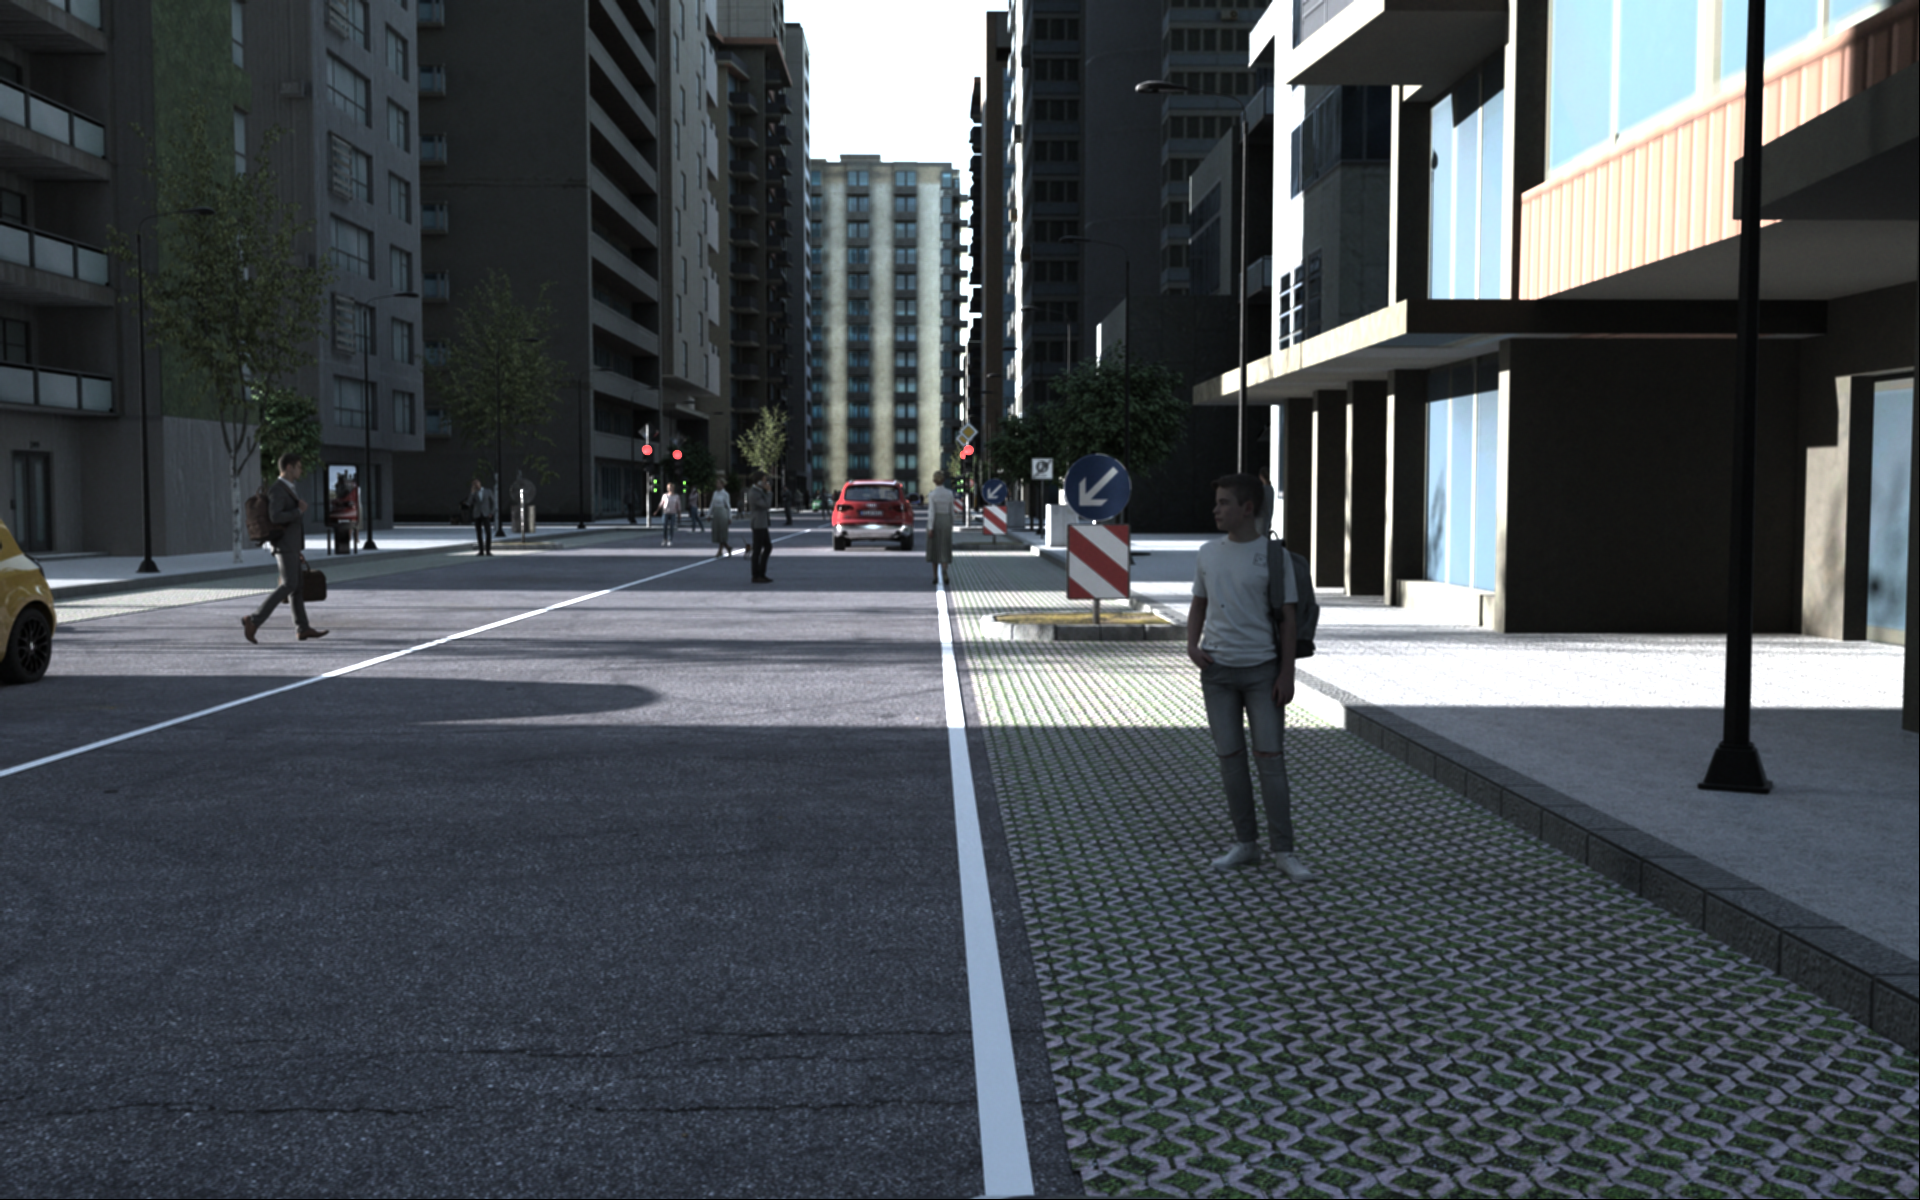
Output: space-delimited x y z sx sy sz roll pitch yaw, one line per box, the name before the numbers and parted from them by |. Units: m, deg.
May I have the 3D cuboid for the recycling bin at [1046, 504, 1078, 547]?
recycling bin | 2.486 -1.811 42.172 0.722 1.027 0.722 0 4 -2

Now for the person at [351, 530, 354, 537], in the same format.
person | -18.157 -2.733 51.273 0.519 1.759 0.362 0 4 -3

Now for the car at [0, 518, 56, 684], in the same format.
car | -7.860 -0.092 11.735 2.015 1.641 3.980 0 4 0

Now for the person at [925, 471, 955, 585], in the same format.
person | -0.298 -1.144 27.422 0.478 1.798 0.641 0 4 -8

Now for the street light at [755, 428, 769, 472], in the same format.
street light | -14.470 -9.157 122.253 1.470 5.913 1.316 0 4 -1

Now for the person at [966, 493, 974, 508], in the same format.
person | 0.996 -9.412 159.894 1.348 1.831 0.705 1 4 12

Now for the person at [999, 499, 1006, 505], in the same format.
person | 2.388 -5.506 96.029 0.622 1.834 0.822 -1 4 -17

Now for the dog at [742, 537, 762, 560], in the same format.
dog | -4.538 -1.148 38.056 0.406 0.507 0.540 0 4 3

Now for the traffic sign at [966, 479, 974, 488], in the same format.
traffic sign | 0.738 -8.645 141.450 0.768 2.556 0.104 0 4 6

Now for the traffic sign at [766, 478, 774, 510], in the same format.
traffic sign | -14.969 -8.280 135.476 0.768 2.556 0.104 0 4 2

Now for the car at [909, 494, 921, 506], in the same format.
car | -5.638 -12.244 209.781 1.945 1.707 3.694 0 4 0

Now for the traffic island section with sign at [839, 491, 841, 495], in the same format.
traffic island section with sign | -14.175 -11.995 204.745 1.989 1.847 2.006 0 4 -1

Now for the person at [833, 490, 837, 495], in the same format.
person | -13.165 -10.676 182.676 1.348 1.869 0.705 3 5 42

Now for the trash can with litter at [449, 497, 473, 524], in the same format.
trash can with litter | -21.405 -3.844 74.229 1.055 1.170 0.624 0 4 5

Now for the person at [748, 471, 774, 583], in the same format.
person | -3.211 -1.183 28.025 0.473 1.802 0.592 0 4 8

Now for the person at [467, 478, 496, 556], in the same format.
person | -11.058 -1.920 40.072 0.592 1.802 0.473 1 4 10

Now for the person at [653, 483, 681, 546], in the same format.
person | -8.139 -2.379 48.070 0.731 1.740 0.598 -1 4 -17

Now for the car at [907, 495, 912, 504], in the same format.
car | -4.940 -8.185 145.826 2.014 1.417 4.499 0 4 -2

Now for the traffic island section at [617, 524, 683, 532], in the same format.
traffic island section | -12.088 -2.751 67.266 2.009 0.180 2.903 0 4 -1

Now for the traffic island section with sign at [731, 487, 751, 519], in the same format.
traffic island section with sign | -12.348 -5.601 100.202 1.989 1.847 2.006 0 4 -1

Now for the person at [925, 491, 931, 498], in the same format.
person | -3.106 -10.820 185.538 1.348 1.807 0.705 -1 4 -11

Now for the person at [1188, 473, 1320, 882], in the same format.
person | 1.118 0.277 6.562 0.503 1.515 0.523 0 4 0

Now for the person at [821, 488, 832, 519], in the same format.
person | -7.567 -5.460 98.047 0.573 1.790 0.520 2 4 29

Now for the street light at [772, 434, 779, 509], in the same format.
street light | -14.718 -9.870 133.916 1.470 5.913 1.316 0 4 -1

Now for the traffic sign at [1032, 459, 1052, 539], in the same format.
traffic sign | 2.349 -2.895 49.456 0.606 2.300 0.079 0 4 7

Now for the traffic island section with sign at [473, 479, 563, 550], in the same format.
traffic island section with sign | -11.366 -2.213 44.802 1.989 1.847 2.006 0 4 -1

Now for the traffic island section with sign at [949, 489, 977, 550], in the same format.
traffic island section with sign | 0.762 -2.206 44.694 1.989 1.847 2.006 0 4 -1

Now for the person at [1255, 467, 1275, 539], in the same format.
person | 5.054 -1.329 28.524 0.760 1.731 0.466 0 4 4

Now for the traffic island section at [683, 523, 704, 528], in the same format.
traffic island section | -12.228 -3.240 75.250 2.009 0.180 2.903 0 4 -1

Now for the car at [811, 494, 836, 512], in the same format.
car | -10.886 -7.826 139.758 2.131 1.459 4.920 0 4 -1

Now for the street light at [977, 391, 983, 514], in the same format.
street light | 1.615 -6.453 78.045 1.470 5.913 1.316 0 4 -1

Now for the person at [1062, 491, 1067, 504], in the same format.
person | 4.151 -3.666 65.821 0.661 1.843 0.795 -2 4 -26

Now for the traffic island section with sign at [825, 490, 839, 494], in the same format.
traffic island section with sign | -13.689 -10.305 177.112 1.989 1.847 2.006 0 4 -1

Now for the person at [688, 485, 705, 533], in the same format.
person | -9.623 -3.309 63.198 0.643 1.750 0.593 -1 4 -10

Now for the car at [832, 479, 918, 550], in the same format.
car | -2.243 -2.258 45.589 2.281 1.827 5.304 0 4 -1

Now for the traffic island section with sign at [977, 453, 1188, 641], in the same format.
traffic island section with sign | 1.226 -0.555 17.708 1.989 1.847 2.006 0 4 -1

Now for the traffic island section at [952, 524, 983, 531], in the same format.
traffic island section | 0.212 -3.253 75.462 2.009 0.180 2.903 0 4 -1

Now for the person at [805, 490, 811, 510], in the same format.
person | -13.898 -9.148 158.211 0.705 1.807 1.348 1 4 18

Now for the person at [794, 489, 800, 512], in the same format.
person | -12.366 -7.492 131.181 0.537 1.800 0.526 -1 4 -21

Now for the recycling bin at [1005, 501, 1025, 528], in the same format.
recycling bin | 2.074 -3.200 64.868 0.722 1.027 0.722 0 4 0

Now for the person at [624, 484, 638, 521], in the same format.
person | -15.516 -4.610 81.822 0.661 1.777 0.834 1 4 12

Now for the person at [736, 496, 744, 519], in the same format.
person | -12.443 -5.210 97.958 0.475 1.303 0.640 1 4 20

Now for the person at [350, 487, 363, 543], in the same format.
person | -15.974 -2.401 45.530 0.478 1.798 0.641 -2 4 -32

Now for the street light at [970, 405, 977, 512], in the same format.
street light | 1.384 -7.199 90.246 1.470 5.913 1.316 0 4 -1

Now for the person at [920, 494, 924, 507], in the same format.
person | -4.114 -10.737 187.279 0.421 1.427 0.697 0 4 8

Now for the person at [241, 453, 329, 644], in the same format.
person | -6.581 -0.513 16.844 0.822 1.834 0.622 -2 4 -27

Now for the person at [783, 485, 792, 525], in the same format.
person | -7.945 -4.348 79.403 0.447 1.846 0.655 -2 4 -30

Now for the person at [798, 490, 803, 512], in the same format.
person | -13.055 -8.083 140.844 0.511 1.800 0.466 -3 5 -42

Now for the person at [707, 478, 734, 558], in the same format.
person | -5.319 -1.836 38.752 0.478 1.798 0.641 3 5 44

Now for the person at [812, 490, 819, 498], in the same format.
person | -16.529 -11.747 198.810 1.217 1.736 0.721 2 4 27

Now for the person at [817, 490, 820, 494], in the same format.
person | -16.248 -11.866 200.573 0.721 1.766 1.217 -1 4 -19

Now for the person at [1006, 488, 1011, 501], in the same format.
person | 4.184 -8.839 150.542 0.573 1.828 0.580 1 4 11

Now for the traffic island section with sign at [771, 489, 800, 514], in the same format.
traffic island section with sign | -12.811 -7.249 127.153 1.989 1.847 2.006 0 4 -1
